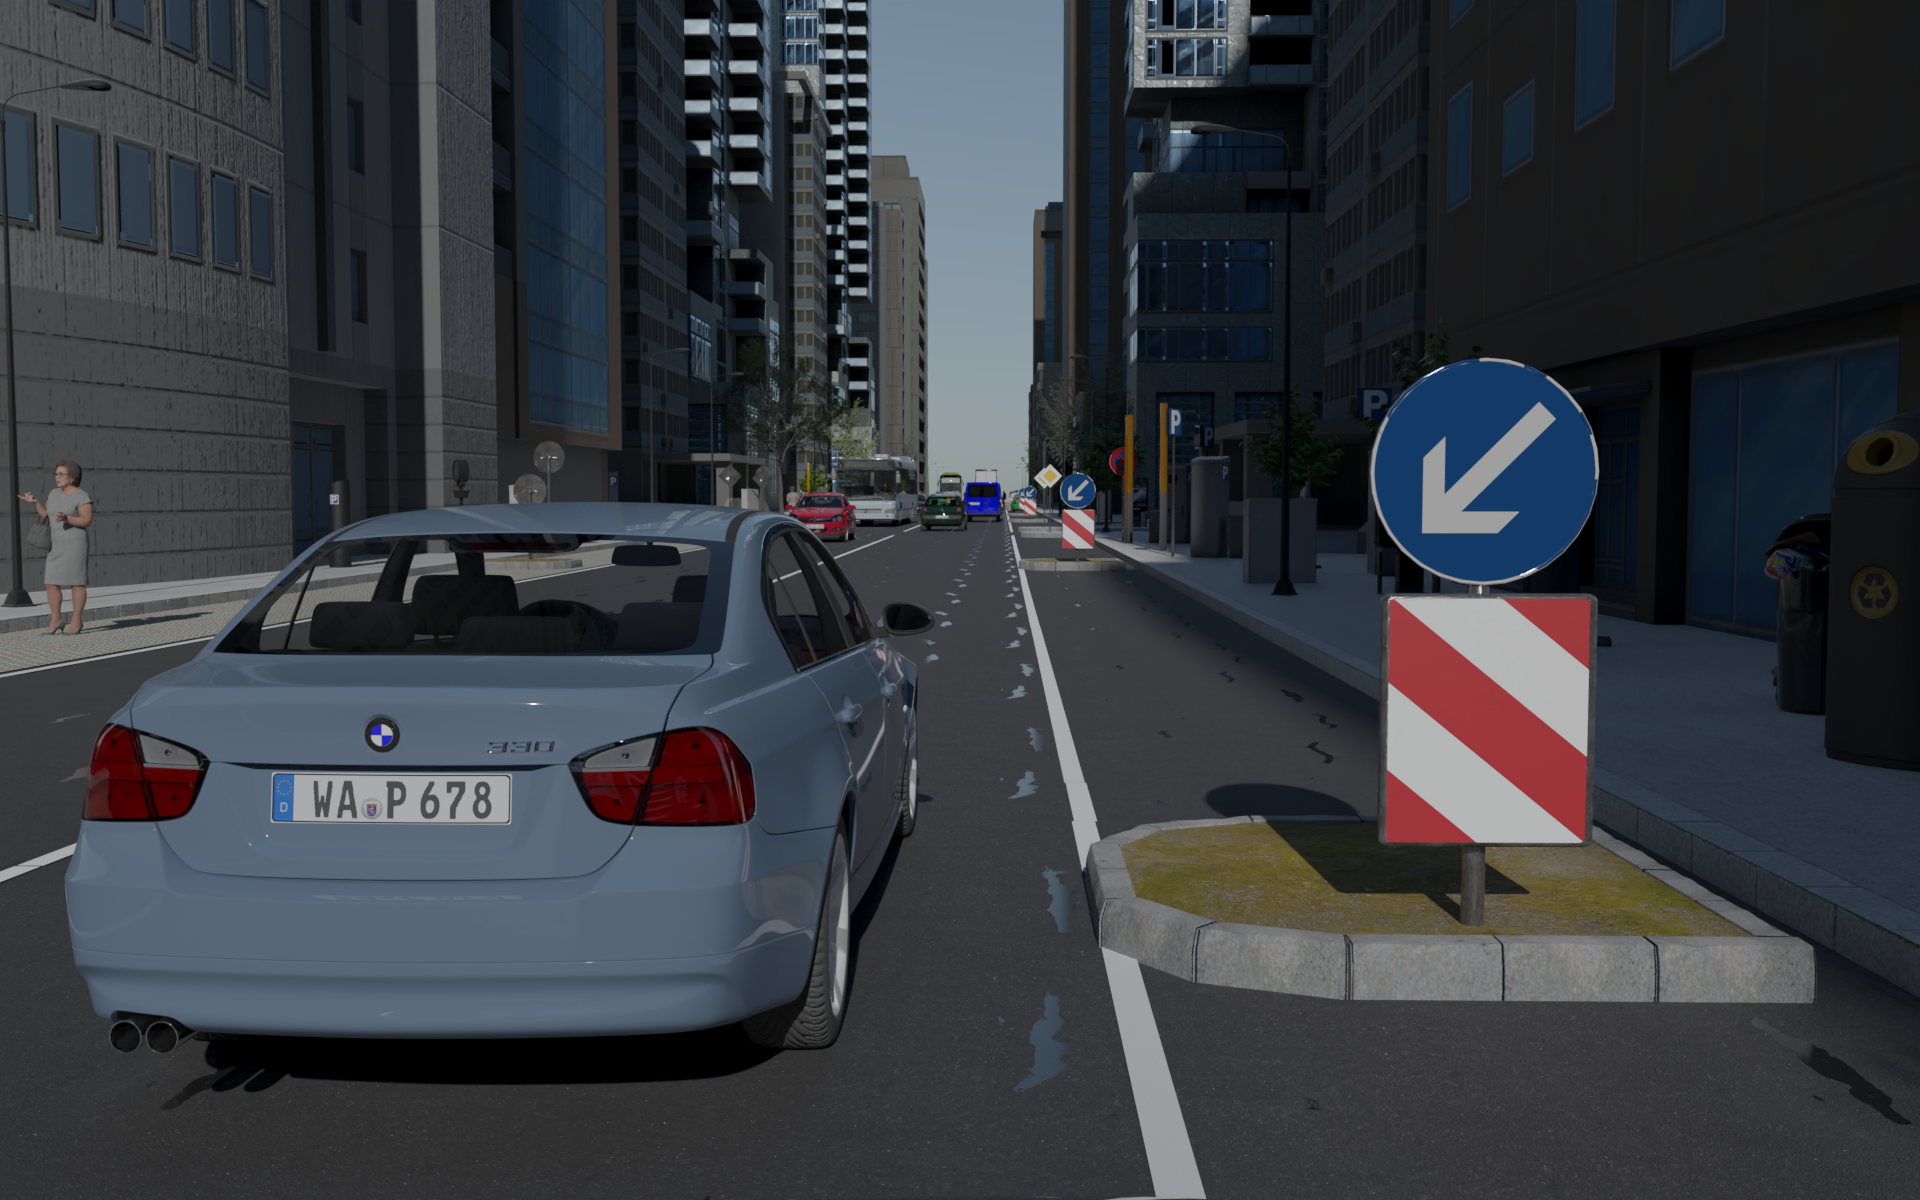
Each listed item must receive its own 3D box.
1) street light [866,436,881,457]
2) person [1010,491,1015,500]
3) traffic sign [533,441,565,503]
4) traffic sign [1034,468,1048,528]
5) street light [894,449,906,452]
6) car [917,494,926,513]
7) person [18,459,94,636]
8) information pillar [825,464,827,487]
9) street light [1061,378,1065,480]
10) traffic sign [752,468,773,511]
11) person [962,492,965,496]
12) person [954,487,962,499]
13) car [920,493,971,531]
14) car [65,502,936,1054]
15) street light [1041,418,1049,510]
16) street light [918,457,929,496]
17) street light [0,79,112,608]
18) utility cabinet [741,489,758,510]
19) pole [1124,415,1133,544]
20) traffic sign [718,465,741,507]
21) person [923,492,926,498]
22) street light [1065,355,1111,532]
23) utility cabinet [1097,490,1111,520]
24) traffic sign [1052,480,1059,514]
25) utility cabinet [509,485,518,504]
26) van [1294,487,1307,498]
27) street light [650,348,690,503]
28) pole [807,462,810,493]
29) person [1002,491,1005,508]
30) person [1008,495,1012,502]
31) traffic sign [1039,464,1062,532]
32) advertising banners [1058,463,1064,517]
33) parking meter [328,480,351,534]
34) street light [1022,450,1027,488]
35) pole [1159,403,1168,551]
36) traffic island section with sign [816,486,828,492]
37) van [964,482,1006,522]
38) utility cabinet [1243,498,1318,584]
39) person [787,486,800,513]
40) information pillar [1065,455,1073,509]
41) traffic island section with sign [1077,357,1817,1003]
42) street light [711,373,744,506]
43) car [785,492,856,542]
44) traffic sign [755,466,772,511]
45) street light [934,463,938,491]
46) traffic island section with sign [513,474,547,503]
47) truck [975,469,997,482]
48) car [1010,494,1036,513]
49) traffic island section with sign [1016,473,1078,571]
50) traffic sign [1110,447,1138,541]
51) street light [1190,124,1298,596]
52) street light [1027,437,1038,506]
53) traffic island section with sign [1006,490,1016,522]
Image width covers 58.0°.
[{"bbox_3d":[-7.172,-10.416,142.848,1.470,5.913,1.316,0,4,1],"label":"street light"},{"bbox_3d":[4.550,-8.270,144.648,0.436,1.711,0.756,-3,5,-44],"label":"person"},{"bbox_3d":[-9.875,-2.538,41.609,0.768,2.556,0.104,0,4,5],"label":"traffic sign"},{"bbox_3d":[3.221,-3.825,66.177,0.795,2.450,0.064,0,4,1],"label":"traffic sign"},{"bbox_3d":[-6.292,-12.634,179.100,1.470,5.913,1.316,0,4,1],"label":"street light"},{"bbox_3d":[-3.109,-6.689,119.157,2.009,1.686,4.222,0,4,-1],"label":"car"},{"bbox_3d":[-9.115,-0.524,17.426,0.716,1.782,0.532,1,4,14],"label":"person"},{"bbox_3d":[-10.361,-8.731,134.098,0.183,3.616,0.504,-1,4,-8],"label":"information pillar"},{"bbox_3d":[4.717,-5.921,69.357,1.470,5.913,1.316,0,4,1],"label":"street light"},{"bbox_3d":[-7.569,-3.842,66.460,0.795,2.450,0.064,0,4,1],"label":"traffic sign"},{"bbox_3d":[0.770,-17.257,290.666,1.348,1.822,0.705,1,4,22],"label":"person"},{"bbox_3d":[-0.128,-5.318,95.626,0.511,1.800,0.466,0,4,6],"label":"person"},{"bbox_3d":[-0.604,-3.571,68.168,2.009,1.686,4.222,0,4,3],"label":"car"},{"bbox_3d":[-1.116,0.379,5.800,2.014,1.417,4.499,0,4,2],"label":"car"},{"bbox_3d":[5.725,-8.117,105.247,1.470,5.913,1.316,0,4,1],"label":"street light"},{"bbox_3d":[-5.193,-15.503,226.015,1.470,5.913,1.316,0,4,1],"label":"street light"},{"bbox_3d":[-10.194,-2.875,19.549,1.470,5.913,1.316,0,4,1],"label":"street light"},{"bbox_3d":[-9.059,-4.045,74.807,0.318,1.500,1.173,1,4,16],"label":"utility cabinet"},{"bbox_3d":[4.374,-3.121,44.870,0.158,3.312,0.155,0,3,0],"label":"pole"},{"bbox_3d":[-7.764,-3.354,58.477,0.795,2.450,0.064,0,4,1],"label":"traffic sign"},{"bbox_3d":[-4.313,-11.830,202.713,0.721,1.735,1.217,-3,4,-36],"label":"person"},{"bbox_3d":[4.365,-5.223,57.932,1.470,5.913,1.316,0,4,1],"label":"street light"},{"bbox_3d":[7.157,-4.733,86.060,0.318,1.500,1.173,-1,4,-17],"label":"utility cabinet"},{"bbox_3d":[6.078,-6.930,113.404,0.768,2.556,0.104,0,4,3],"label":"traffic sign"},{"bbox_3d":[-9.931,-1.891,39.594,0.318,1.500,1.173,1,4,9],"label":"utility cabinet"},{"bbox_3d":[14.147,-3.410,62.768,4.112,2.044,2.013,0,4,1],"label":"van"},{"bbox_3d":[-9.286,-5.057,55.223,1.470,5.913,1.316,0,4,1],"label":"street light"},{"bbox_3d":[-9.760,-7.214,111.792,0.158,3.312,0.155,0,3,0],"label":"pole"},{"bbox_3d":[4.279,-10.001,172.699,0.721,1.739,1.217,2,4,27],"label":"person"},{"bbox_3d":[8.108,-15.938,269.109,1.348,1.821,0.705,-1,4,-15],"label":"person"},{"bbox_3d":[3.027,-3.337,58.195,0.795,2.450,0.064,0,4,1],"label":"traffic sign"},{"bbox_3d":[5.676,-6.170,97.072,0.090,3.025,2.074,1,4,11],"label":"advertising banners"},{"bbox_3d":[-10.850,-1.338,30.289,0.372,1.533,0.369,0,3,0],"label":"parking meter"},{"bbox_3d":[7.525,-12.769,181.315,1.470,5.913,1.316,0,4,1],"label":"street light"},{"bbox_3d":[4.584,-2.764,39.036,0.158,3.312,0.155,0,3,0],"label":"pole"},{"bbox_3d":[-7.058,-4.912,88.945,1.989,1.847,2.006,0,4,1],"label":"traffic island section with sign"},{"bbox_3d":[1.239,-5.213,89.624,2.240,2.365,5.245,0,4,3],"label":"van"},{"bbox_3d":[4.609,-0.845,24.976,1.020,1.237,0.306,-1,4,-10],"label":"utility cabinet"},{"bbox_3d":[-6.977,-3.951,73.460,0.716,1.782,0.532,0,4,5],"label":"person"},{"bbox_3d":[6.385,-6.732,101.429,0.504,3.616,0.183,1,4,20],"label":"information pillar"},{"bbox_3d":[1.444,0.171,5.840,1.989,1.847,2.006,0,4,1],"label":"traffic island section with sign"},{"bbox_3d":[-8.951,-5.735,66.311,1.470,5.913,1.316,0,4,1],"label":"street light"},{"bbox_3d":[-4.209,-2.683,52.908,2.155,1.783,4.494,0,4,1],"label":"car"},{"bbox_3d":[-8.964,-4.832,79.112,0.768,2.556,0.104,0,4,3],"label":"traffic sign"},{"bbox_3d":[-4.202,-17.696,261.864,1.470,5.913,1.316,0,4,1],"label":"street light"},{"bbox_3d":[-8.404,-1.519,33.460,1.989,1.847,2.006,0,4,1],"label":"traffic island section with sign"},{"bbox_3d":[3.072,-12.984,201.205,2.839,4.237,11.283,0,4,1],"label":"truck"},{"bbox_3d":[4.657,-7.288,127.953,1.959,1.807,4.718,0,4,0],"label":"car"},{"bbox_3d":[2.128,-1.509,33.296,1.989,1.847,2.006,0,4,1],"label":"traffic island section with sign"},{"bbox_3d":[4.445,-2.871,47.053,0.768,2.556,0.104,0,4,4],"label":"traffic sign"},{"bbox_3d":[3.589,-3.018,21.889,1.470,5.913,1.316,0,4,1],"label":"street light"},{"bbox_3d":[6.566,-10.587,145.642,1.470,5.913,1.316,0,4,1],"label":"street light"},{"bbox_3d":[3.470,-4.888,88.554,1.989,1.847,2.006,0,4,1],"label":"traffic island section with sign"}]
